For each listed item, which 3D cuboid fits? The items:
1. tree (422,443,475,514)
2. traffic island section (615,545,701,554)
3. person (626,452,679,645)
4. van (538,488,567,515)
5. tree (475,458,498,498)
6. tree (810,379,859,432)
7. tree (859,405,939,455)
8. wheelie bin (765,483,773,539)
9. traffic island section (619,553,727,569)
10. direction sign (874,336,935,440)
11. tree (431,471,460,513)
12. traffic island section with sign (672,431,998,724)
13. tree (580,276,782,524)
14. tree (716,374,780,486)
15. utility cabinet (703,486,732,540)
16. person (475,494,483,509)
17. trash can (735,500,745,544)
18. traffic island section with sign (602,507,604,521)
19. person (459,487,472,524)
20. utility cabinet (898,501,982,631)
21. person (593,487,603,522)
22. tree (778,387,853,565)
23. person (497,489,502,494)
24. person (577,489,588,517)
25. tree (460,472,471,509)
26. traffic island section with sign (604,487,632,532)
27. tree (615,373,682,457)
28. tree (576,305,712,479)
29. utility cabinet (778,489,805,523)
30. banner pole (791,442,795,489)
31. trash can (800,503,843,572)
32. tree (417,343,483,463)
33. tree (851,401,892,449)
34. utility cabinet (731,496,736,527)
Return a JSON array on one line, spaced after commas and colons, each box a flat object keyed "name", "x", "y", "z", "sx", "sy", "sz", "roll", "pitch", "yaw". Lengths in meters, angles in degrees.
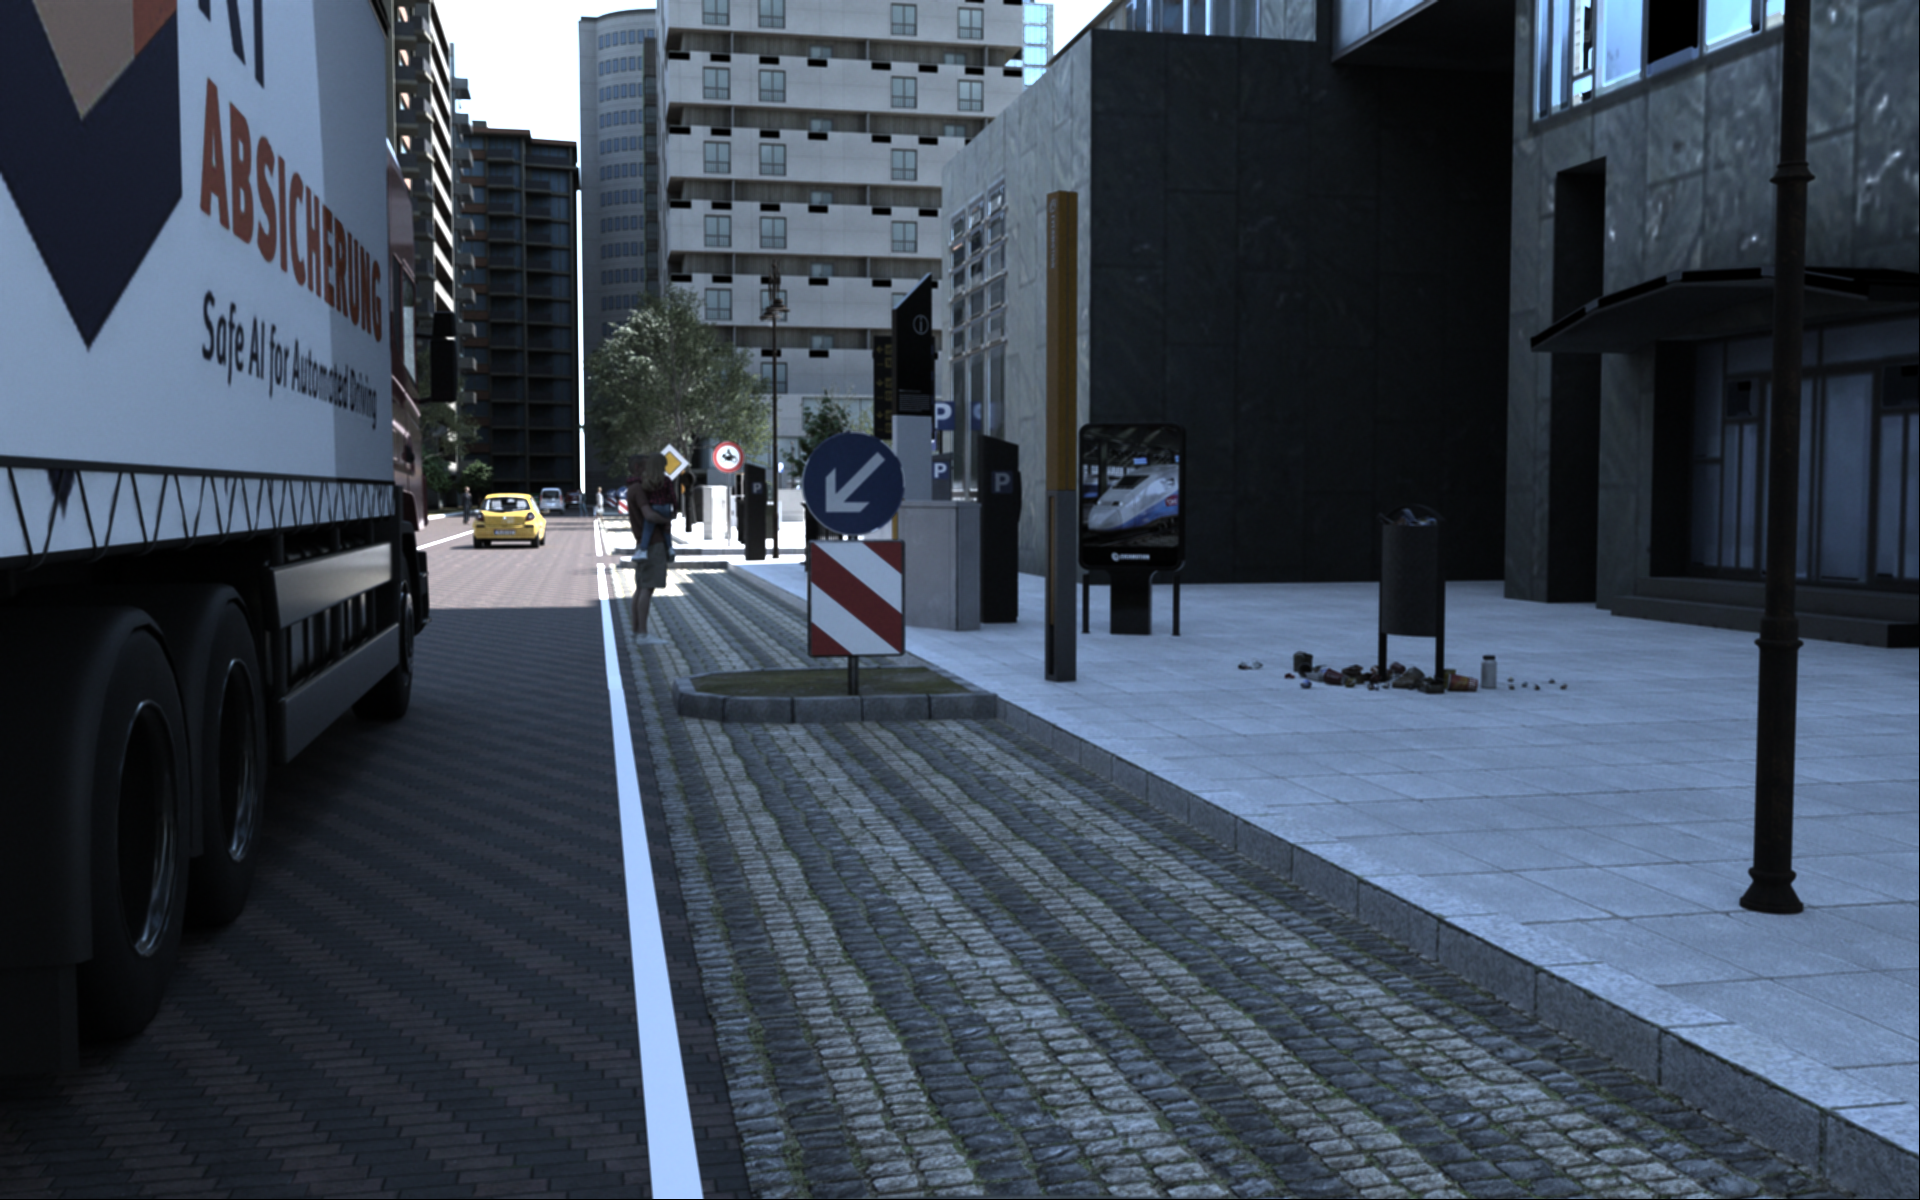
[{"name": "tree", "x": -34.494, "y": -7.805, "z": 111.321, "sx": 4.285, "sy": 4.588, "sz": 4.351, "roll": 0, "pitch": 3, "yaw": 0}, {"name": "traffic island section", "x": -7.354, "y": -1.208, "z": 42.040, "sx": 2.009, "sy": 0.180, "sz": 2.903, "roll": -1, "pitch": 4, "yaw": -12}, {"name": "person", "x": -2.959, "y": -0.491, "z": 16.495, "sx": 0.580, "sy": 1.828, "sz": 0.573, "roll": 2, "pitch": 4, "yaw": 23}, {"name": "van", "x": -28.535, "y": -6.982, "z": 121.161, "sx": 2.013, "sy": 2.044, "sz": 4.112, "roll": -1, "pitch": 4, "yaw": -11}, {"name": "tree", "x": -43.716, "y": -10.629, "z": 157.494, "sx": 4.285, "sy": 4.588, "sz": 4.351, "roll": 0, "pitch": 3, "yaw": 0}, {"name": "tree", "x": -7.796, "y": -9.875, "z": 111.823, "sx": 4.360, "sy": 8.622, "sz": 3.978, "roll": 0, "pitch": 3, "yaw": 0}, {"name": "tree", "x": -3.007, "y": -9.268, "z": 101.889, "sx": 4.360, "sy": 8.622, "sz": 3.978, "roll": 0, "pitch": 3, "yaw": 0}, {"name": "wheelie bin", "x": -5.688, "y": -2.529, "z": 49.263, "sx": 0.980, "sy": 1.594, "sz": 0.693, "roll": -3, "pitch": 5, "yaw": -43}, {"name": "traffic island section", "x": -5.696, "y": -0.731, "z": 34.228, "sx": 2.009, "sy": 0.180, "sz": 2.903, "roll": -1, "pitch": 4, "yaw": -12}, {"name": "direction sign", "x": -0.799, "y": -2.014, "z": 24.921, "sx": 0.876, "sy": 3.537, "sz": 0.379, "roll": 0, "pitch": 4, "yaw": -5}, {"name": "tree", "x": -35.886, "y": -7.667, "z": 119.962, "sx": 1.663, "sy": 3.219, "sz": 1.824, "roll": 0, "pitch": 3, "yaw": 0}, {"name": "traffic island section with sign", "x": -0.931, "y": -0.189, "z": 11.719, "sx": 1.989, "sy": 1.847, "sz": 2.006, "roll": -1, "pitch": 4, "yaw": -12}, {"name": "tree", "x": -11.567, "y": -8.530, "z": 73.883, "sx": 8.767, "sy": 10.594, "sz": 7.601, "roll": -2, "pitch": 4, "yaw": -35}, {"name": "tree", "x": -12.352, "y": -9.088, "z": 98.953, "sx": 4.737, "sy": 8.622, "sz": 4.395, "roll": 0, "pitch": 3, "yaw": 0}, {"name": "utility cabinet", "x": -6.745, "y": -2.419, "z": 48.227, "sx": 0.318, "sy": 1.500, "sz": 1.173, "roll": 1, "pitch": 4, "yaw": 19}, {"name": "person", "x": -34.164, "y": -6.812, "z": 123.131, "sx": 0.557, "sy": 1.426, "sz": 1.065, "roll": -3, "pitch": 5, "yaw": -43}, {"name": "trash can", "x": -5.403, "y": -2.002, "z": 44.386, "sx": 0.748, "sy": 1.137, "sz": 0.748, "roll": 0, "pitch": 3, "yaw": 0}, {"name": "traffic island section with sign", "x": -18.061, "y": -5.128, "z": 92.475, "sx": 1.989, "sy": 1.847, "sz": 2.006, "roll": -1, "pitch": 4, "yaw": -12}, {"name": "person", "x": -23.438, "y": -4.476, "z": 82.098, "sx": 0.534, "sy": 1.772, "sz": 0.576, "roll": 1, "pitch": 4, "yaw": 12}, {"name": "utility cabinet", "x": -0.204, "y": -0.334, "z": 16.630, "sx": 0.306, "sy": 1.237, "sz": 1.020, "roll": -3, "pitch": 4, "yaw": -36}, {"name": "person", "x": -18.742, "y": -4.952, "z": 89.825, "sx": 0.624, "sy": 1.780, "sz": 0.694, "roll": -1, "pitch": 4, "yaw": -20}, {"name": "tree", "x": -2.529, "y": -2.254, "z": 31.450, "sx": 1.663, "sy": 3.219, "sz": 1.824, "roll": 0, "pitch": 3, "yaw": 0}, {"name": "person", "x": -39.355, "y": -8.536, "z": 148.074, "sx": 1.348, "sy": 1.824, "sz": 0.705, "roll": 0, "pitch": 4, "yaw": -4}, {"name": "person", "x": -23.803, "y": -6.129, "z": 109.052, "sx": 0.623, "sy": 1.781, "sz": 0.721, "roll": 1, "pitch": 4, "yaw": 20}, {"name": "tree", "x": -43.795, "y": -9.666, "z": 152.636, "sx": 1.663, "sy": 3.219, "sz": 1.824, "roll": 0, "pitch": 3, "yaw": 0}, {"name": "traffic island section with sign", "x": -12.453, "y": -3.516, "z": 66.107, "sx": 1.989, "sy": 1.847, "sz": 2.006, "roll": -1, "pitch": 4, "yaw": -12}, {"name": "tree", "x": -17.983, "y": -9.296, "z": 102.359, "sx": 4.360, "sy": 8.622, "sz": 3.978, "roll": 0, "pitch": 3, "yaw": 0}, {"name": "tree", "x": -20.641, "y": -12.663, "z": 113.690, "sx": 9.857, "sy": 13.997, "sz": 8.962, "roll": 0, "pitch": 3, "yaw": 0}, {"name": "utility cabinet", "x": -7.489, "y": -4.176, "z": 76.951, "sx": 1.173, "sy": 1.500, "sz": 0.318, "roll": 0, "pitch": 4, "yaw": 3}, {"name": "banner pole", "x": -7.952, "y": -5.659, "z": 82.549, "sx": 0.401, "sy": 3.779, "sz": 0.863, "roll": -1, "pitch": 4, "yaw": -15}, {"name": "trash can", "x": -2.142, "y": -0.957, "z": 27.306, "sx": 0.748, "sy": 1.137, "sz": 0.748, "roll": 0, "pitch": 3, "yaw": 0}, {"name": "tree", "x": -32.178, "y": -10.352, "z": 103.669, "sx": 7.601, "sy": 10.594, "sz": 8.767, "roll": -1, "pitch": 4, "yaw": -23}, {"name": "tree", "x": -4.546, "y": -9.595, "z": 107.233, "sx": 4.737, "sy": 8.622, "sz": 4.395, "roll": 0, "pitch": 3, "yaw": 0}, {"name": "utility cabinet", "x": -9.004, "y": -3.405, "z": 66.836, "sx": 1.020, "sy": 1.237, "sz": 0.306, "roll": -3, "pitch": 4, "yaw": -36}]
